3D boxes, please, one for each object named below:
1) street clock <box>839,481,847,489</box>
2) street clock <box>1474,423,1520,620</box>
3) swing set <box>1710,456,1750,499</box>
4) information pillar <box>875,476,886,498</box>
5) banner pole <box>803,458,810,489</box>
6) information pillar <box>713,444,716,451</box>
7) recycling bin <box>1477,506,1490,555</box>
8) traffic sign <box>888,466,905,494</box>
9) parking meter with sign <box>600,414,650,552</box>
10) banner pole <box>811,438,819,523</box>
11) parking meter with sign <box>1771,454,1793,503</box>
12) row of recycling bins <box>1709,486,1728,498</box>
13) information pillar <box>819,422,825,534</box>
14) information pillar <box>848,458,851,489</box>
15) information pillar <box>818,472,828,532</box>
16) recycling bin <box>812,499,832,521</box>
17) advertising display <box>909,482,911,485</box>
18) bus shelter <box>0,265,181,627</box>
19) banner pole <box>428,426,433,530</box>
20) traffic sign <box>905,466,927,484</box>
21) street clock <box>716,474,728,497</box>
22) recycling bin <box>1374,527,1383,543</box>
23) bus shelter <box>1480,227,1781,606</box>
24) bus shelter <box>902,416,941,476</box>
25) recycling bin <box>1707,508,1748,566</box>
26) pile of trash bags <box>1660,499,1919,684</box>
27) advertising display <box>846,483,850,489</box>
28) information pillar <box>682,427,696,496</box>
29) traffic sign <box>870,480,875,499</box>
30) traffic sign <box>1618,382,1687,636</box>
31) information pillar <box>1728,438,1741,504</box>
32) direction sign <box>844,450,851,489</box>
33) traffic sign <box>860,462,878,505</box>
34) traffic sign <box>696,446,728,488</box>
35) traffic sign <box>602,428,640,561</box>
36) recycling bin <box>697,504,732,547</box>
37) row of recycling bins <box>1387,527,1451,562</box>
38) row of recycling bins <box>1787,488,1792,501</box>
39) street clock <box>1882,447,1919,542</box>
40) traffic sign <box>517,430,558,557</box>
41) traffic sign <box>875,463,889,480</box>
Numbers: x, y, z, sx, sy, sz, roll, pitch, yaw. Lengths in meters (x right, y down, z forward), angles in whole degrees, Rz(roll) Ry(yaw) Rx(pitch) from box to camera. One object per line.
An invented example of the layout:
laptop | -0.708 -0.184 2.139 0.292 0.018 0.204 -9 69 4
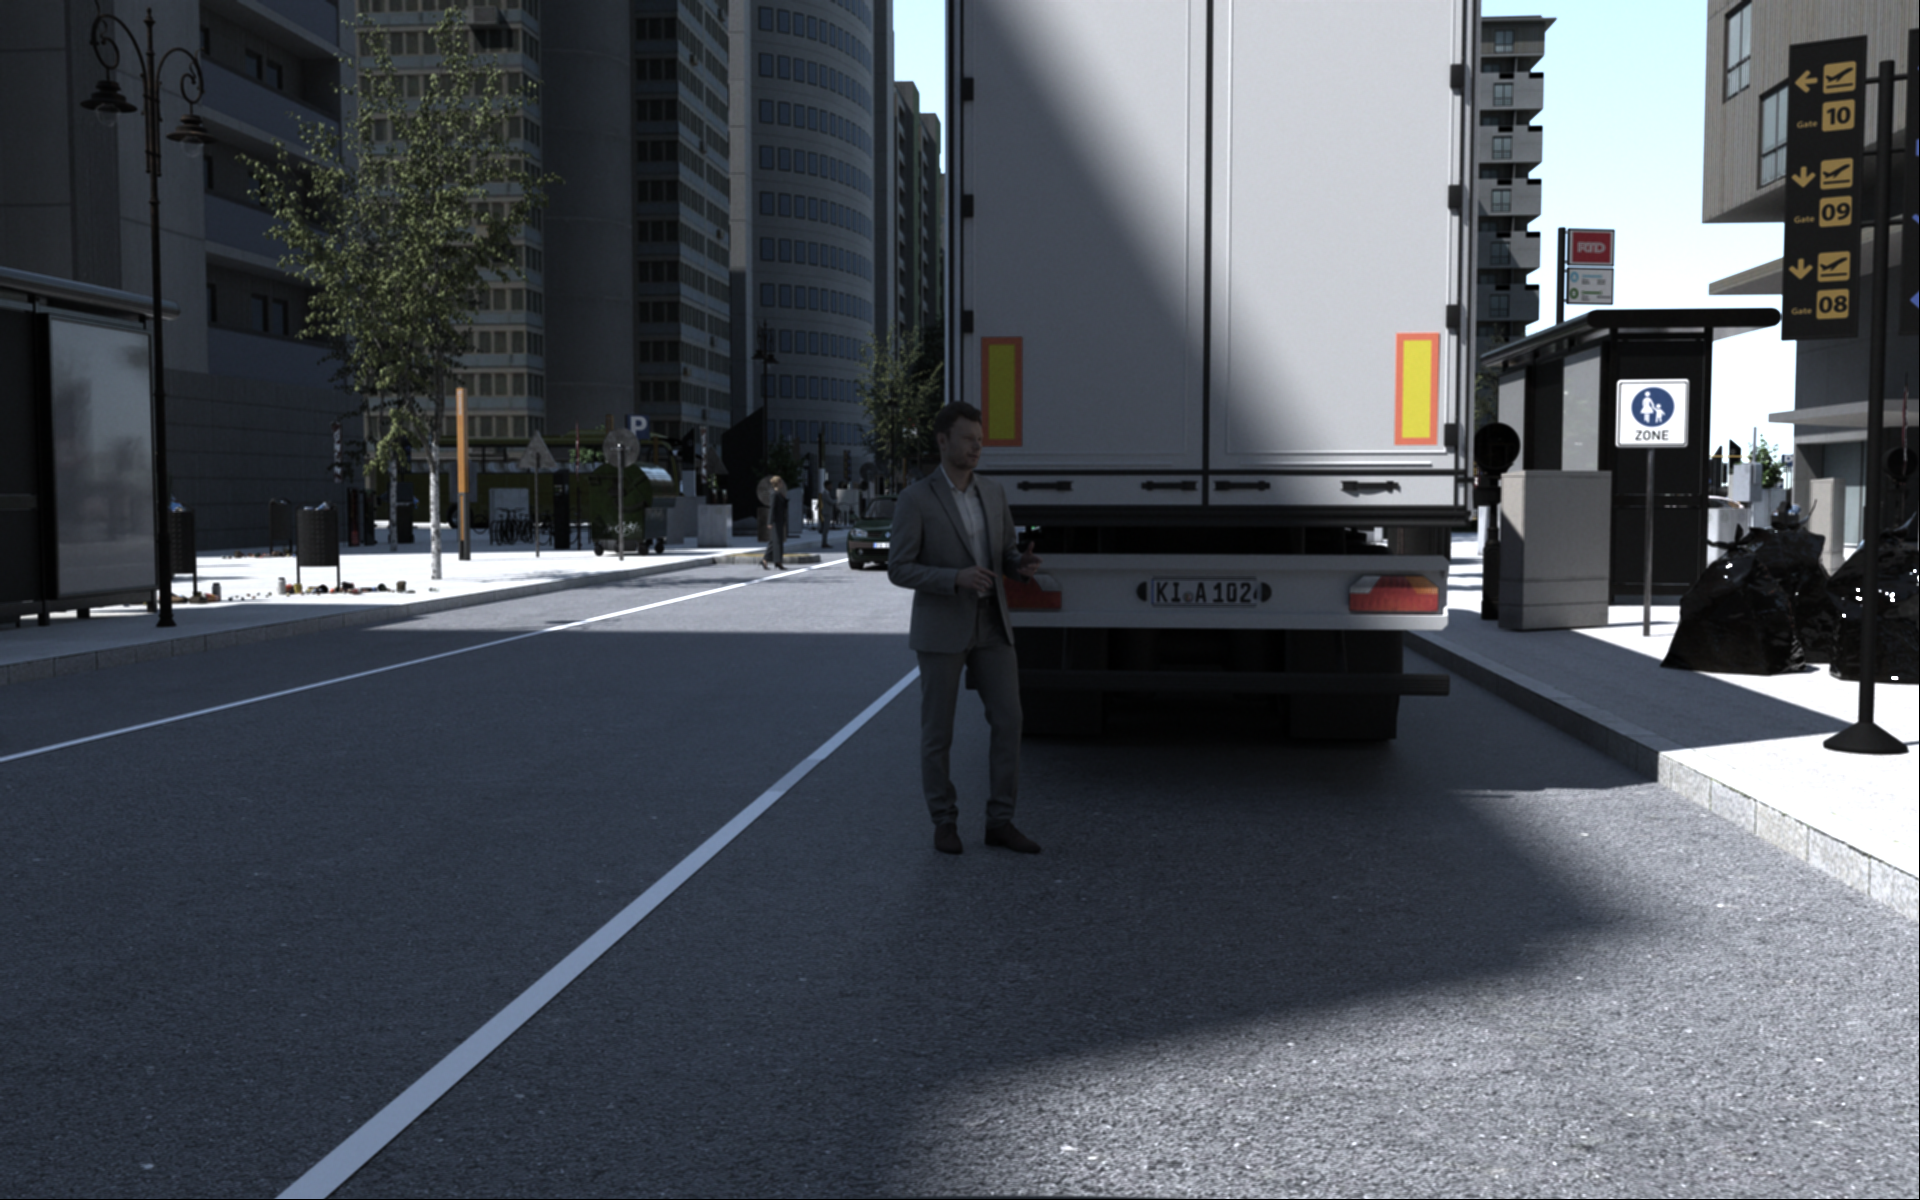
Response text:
street clock | -6.708 -5.795 99.310 0.471 2.002 0.358 -3 4 -38
street clock | 5.442 -0.801 17.670 0.471 2.002 0.358 1 4 11
swing set | 31.026 -4.476 70.796 3.119 2.851 2.862 -1 4 -12
information pillar | -3.181 -3.924 68.642 0.304 2.012 0.304 -2 4 -31
banner pole | -9.283 -7.111 106.280 0.863 3.779 0.401 -1 4 -12
information pillar | -11.454 -5.450 80.464 0.183 3.616 0.504 -2 4 -26
recycling bin | 11.321 -1.449 36.253 0.722 1.027 0.722 -1 4 -9
traffic sign | -2.979 -4.904 80.178 0.884 2.594 0.081 1 4 11
parking meter with sign | -7.551 -2.594 38.668 0.543 3.016 1.738 -3 4 -36
banner pole | -6.258 -5.357 77.604 0.401 3.779 0.863 -1 4 -21
parking meter with sign | 36.058 -4.913 76.583 0.543 3.016 1.738 0 4 -8
row of recycling bins | 37.771 -4.849 86.392 3.534 1.692 1.069 -1 4 -16
information pillar | -4.457 -3.955 56.019 0.183 3.616 0.504 1 4 10
information pillar | -7.191 -7.381 112.026 0.183 3.616 0.504 -2 4 -33
information pillar | -4.644 -3.309 58.601 0.304 2.012 0.304 0 4 3
recycling bin | -6.617 -4.303 82.915 0.722 1.027 0.722 -2 4 -33
advertising display | -1.860 -4.504 78.853 0.974 1.923 0.123 1 4 18
bus shelter | -9.880 -2.250 14.412 2.179 5.291 8.768 0 4 5
banner pole | -18.856 -4.392 61.831 0.401 3.779 0.863 0 4 -2
traffic sign | -1.559 -3.528 61.329 0.795 2.450 0.064 0 4 5
street clock | -7.103 -2.881 51.672 0.358 2.002 0.471 -2 4 -25
recycling bin | 10.747 -2.022 45.622 0.722 1.027 0.722 0 4 7
bus shelter | 8.585 -2.827 23.857 2.179 5.291 8.768 0 4 5
bus shelter | -1.639 -6.996 92.009 2.179 5.291 8.768 0 4 6
recycling bin | 13.536 -1.125 30.945 0.722 1.027 0.722 -1 4 -18
pile of trash bags | 6.979 -0.207 13.144 3.447 1.369 1.912 -3 4 -38
advertising display | -6.507 -5.843 100.742 0.123 1.923 0.974 0 4 3
information pillar | -9.458 -4.229 60.504 0.504 3.616 0.183 1 4 15
traffic sign | -3.970 -4.949 81.030 0.768 2.556 0.104 0 4 7
traffic sign | 6.194 -0.821 15.560 0.606 2.300 0.079 1 4 12
information pillar | 32.596 -4.990 72.944 0.504 3.616 0.183 1 4 9
direction sign | -5.828 -5.961 89.451 0.379 3.537 0.876 1 4 18
traffic sign | -3.650 -4.238 69.394 0.768 2.556 0.104 1 4 8
traffic sign | -6.656 -2.845 46.514 0.884 2.594 0.081 0 4 6
traffic sign | -6.527 -2.031 33.308 0.768 2.556 0.104 1 4 12
recycling bin | -5.939 -1.798 41.946 0.722 1.027 0.722 0 4 4
row of recycling bins | 8.677 -1.553 32.508 1.069 1.692 3.534 1 4 21
row of recycling bins | 50.071 -5.775 101.535 3.534 1.692 1.069 -1 4 -17
street clock | 14.546 -1.363 26.859 0.471 2.002 0.358 0 4 5
traffic sign | -8.572 -2.145 35.082 0.884 2.594 0.081 1 4 11
traffic sign | -3.307 -4.349 71.219 0.768 2.556 0.104 1 4 10
